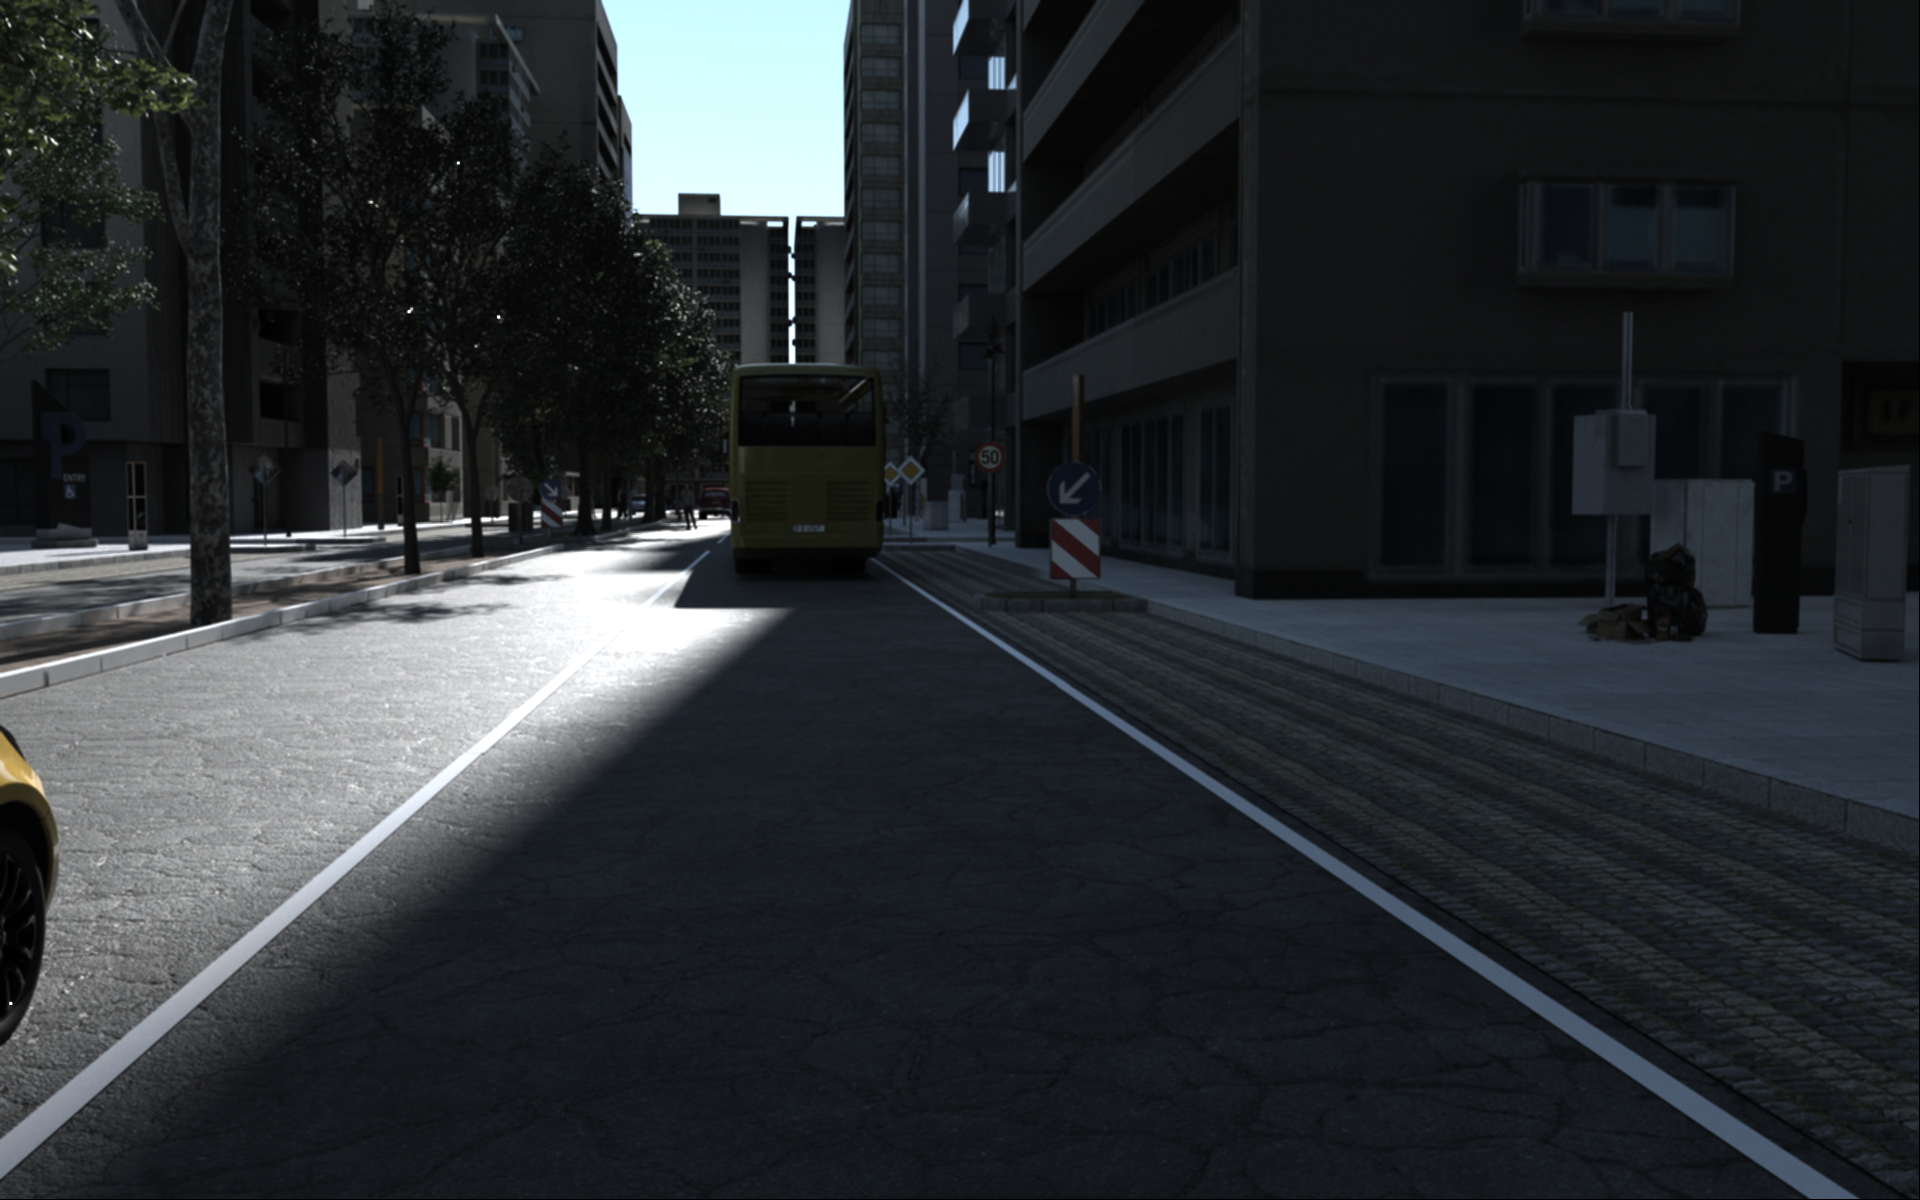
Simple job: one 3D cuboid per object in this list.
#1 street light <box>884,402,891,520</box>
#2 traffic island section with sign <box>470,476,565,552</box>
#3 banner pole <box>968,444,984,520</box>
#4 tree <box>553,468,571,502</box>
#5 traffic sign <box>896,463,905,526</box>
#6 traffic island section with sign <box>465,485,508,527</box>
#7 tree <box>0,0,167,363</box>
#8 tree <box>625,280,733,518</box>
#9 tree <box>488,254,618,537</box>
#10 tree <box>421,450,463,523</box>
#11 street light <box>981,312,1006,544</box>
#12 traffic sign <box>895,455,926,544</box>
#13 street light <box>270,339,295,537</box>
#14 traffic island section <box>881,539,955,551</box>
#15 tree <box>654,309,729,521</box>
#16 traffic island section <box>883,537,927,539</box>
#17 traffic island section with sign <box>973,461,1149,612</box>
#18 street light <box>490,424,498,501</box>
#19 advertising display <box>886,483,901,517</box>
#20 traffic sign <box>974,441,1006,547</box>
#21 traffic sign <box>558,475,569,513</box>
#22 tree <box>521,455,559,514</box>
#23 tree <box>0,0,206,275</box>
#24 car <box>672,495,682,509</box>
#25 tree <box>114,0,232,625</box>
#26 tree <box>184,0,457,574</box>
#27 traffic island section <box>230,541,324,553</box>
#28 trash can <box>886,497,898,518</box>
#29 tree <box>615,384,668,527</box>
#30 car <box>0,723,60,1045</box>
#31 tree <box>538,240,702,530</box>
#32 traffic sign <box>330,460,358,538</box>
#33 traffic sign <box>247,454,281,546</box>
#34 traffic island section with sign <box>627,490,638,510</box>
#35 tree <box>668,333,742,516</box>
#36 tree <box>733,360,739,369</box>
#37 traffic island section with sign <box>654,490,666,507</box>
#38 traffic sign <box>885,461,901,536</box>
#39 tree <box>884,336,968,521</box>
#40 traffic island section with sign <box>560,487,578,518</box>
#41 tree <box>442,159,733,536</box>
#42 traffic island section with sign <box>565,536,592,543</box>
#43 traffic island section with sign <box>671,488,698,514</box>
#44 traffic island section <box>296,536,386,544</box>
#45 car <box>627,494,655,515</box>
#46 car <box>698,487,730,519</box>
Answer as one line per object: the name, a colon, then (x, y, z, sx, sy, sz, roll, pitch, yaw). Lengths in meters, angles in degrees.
street light: (-3.736, -6.962, 86.617, 0.468, 5.910, 1.993, 0, 4, -6)
traffic island section with sign: (-11.213, -2.183, 43.836, 2.006, 1.907, 1.989, 0, 4, -6)
banner pole: (0.789, -5.943, 87.180, 0.863, 3.779, 0.401, 2, 4, 32)
tree: (-28.407, -7.776, 121.734, 1.663, 3.219, 1.824, 0, 3, 0)
traffic sign: (-2.239, -4.256, 69.690, 0.768, 2.556, 0.104, 0, 4, 1)
traffic island section with sign: (-20.386, -4.084, 75.398, 1.989, 1.847, 2.006, 0, 4, -6)
tree: (-19.176, -6.546, 32.779, 9.928, 11.665, 9.643, 0, 3, 0)
tree: (-17.766, -11.818, 102.330, 9.857, 13.997, 8.962, 0, 3, 0)
tree: (-12.364, -6.074, 52.131, 4.360, 8.622, 3.978, 0, 3, 0)
tree: (-22.980, -5.022, 76.703, 1.663, 3.219, 1.824, 0, 3, 0)
street light: (0.848, -4.365, 44.154, 0.468, 5.910, 1.993, 0, 4, -6)
traffic sign: (-1.269, -2.504, 44.577, 0.795, 2.450, 0.064, 0, 4, -6)
street light: (-20.111, -4.827, 51.717, 0.468, 5.910, 1.993, 0, 4, -6)
traffic island section: (-1.246, -1.369, 44.656, 2.009, 0.180, 2.903, 0, 4, -6)
tree: (-16.139, -10.051, 92.544, 9.928, 11.665, 9.643, 0, 3, 0)
traffic island section: (-2.094, -1.854, 52.597, 2.009, 0.180, 2.903, 0, 4, -6)
traffic island section with sign: (1.201, -0.804, 21.780, 1.989, 1.847, 2.006, 0, 4, -6)
street light: (-24.493, -7.262, 91.515, 0.468, 5.910, 1.993, 0, 4, -6)
advertising display: (-3.765, -5.654, 97.653, 0.974, 1.923, 0.123, 1, 4, 23)
traffic sign: (0.727, -2.554, 41.863, 0.768, 2.556, 0.104, 0, 4, 3)
traffic sign: (-26.891, -7.171, 117.351, 0.768, 2.556, 0.104, 0, 4, 2)
tree: (-27.675, -7.867, 112.342, 4.285, 4.588, 4.351, 0, 3, 0)
tree: (-7.852, -5.429, 9.346, 7.486, 12.596, 7.792, 0, 3, 0)
car: (-26.938, -9.508, 168.040, 1.945, 1.354, 3.894, 0, 4, -4)
tree: (-9.516, -9.833, 19.124, 12.611, 20.169, 13.585, 0, 3, 0)
tree: (-9.799, -5.756, 30.981, 8.767, 10.594, 7.601, 0, 4, -6)
traffic island section: (-17.247, -1.265, 42.959, 2.009, 0.180, 2.903, 0, 4, -6)
trash can: (-3.600, -4.883, 91.485, 0.748, 1.137, 0.748, 0, 3, 0)
tree: (-14.370, -7.496, 75.374, 4.737, 8.622, 4.395, 0, 3, 0)
car: (-3.209, 0.429, 3.214, 2.015, 1.641, 3.980, 0, 4, -5)
tree: (-14.127, -9.048, 68.512, 7.486, 12.596, 7.792, 0, 3, 0)
traffic sign: (-18.073, -2.887, 50.840, 0.795, 2.450, 0.064, 0, 4, -6)
traffic sign: (-17.225, -2.401, 42.900, 0.795, 2.450, 0.064, 0, 4, -6)
traffic island section with sign: (-28.578, -8.776, 152.120, 1.989, 1.847, 2.006, 0, 4, -6)
tree: (-18.645, -12.303, 113.986, 12.009, 13.543, 11.850, 0, 3, 0)
tree: (-14.883, -9.986, 82.739, 9.611, 12.733, 9.660, 0, 3, 0)
traffic island section with sign: (-31.441, -10.416, 178.923, 1.989, 1.847, 2.006, 0, 4, -6)
traffic sign: (-2.117, -2.989, 52.517, 0.795, 2.450, 0.064, 0, 4, -6)
tree: (-1.824, -8.029, 81.640, 4.360, 8.622, 3.978, 0, 3, 0)
traffic island section with sign: (-23.257, -5.723, 102.201, 1.989, 1.847, 2.006, 0, 4, -6)
tree: (-12.855, -8.538, 59.067, 9.611, 12.733, 9.660, 0, 3, 0)
traffic island section with sign: (-11.990, -2.634, 51.203, 2.006, 1.907, 1.989, 0, 4, -6)
traffic island section with sign: (-19.979, -7.204, 125.917, 2.006, 1.907, 1.989, 0, 4, -6)
traffic island section: (-18.095, -1.750, 50.899, 2.009, 0.180, 2.903, 0, 4, -6)
car: (-21.964, -6.600, 119.915, 2.014, 1.417, 4.499, 0, 4, -5)
car: (-13.947, -5.571, 99.758, 2.281, 1.827, 5.304, 0, 4, -5)
